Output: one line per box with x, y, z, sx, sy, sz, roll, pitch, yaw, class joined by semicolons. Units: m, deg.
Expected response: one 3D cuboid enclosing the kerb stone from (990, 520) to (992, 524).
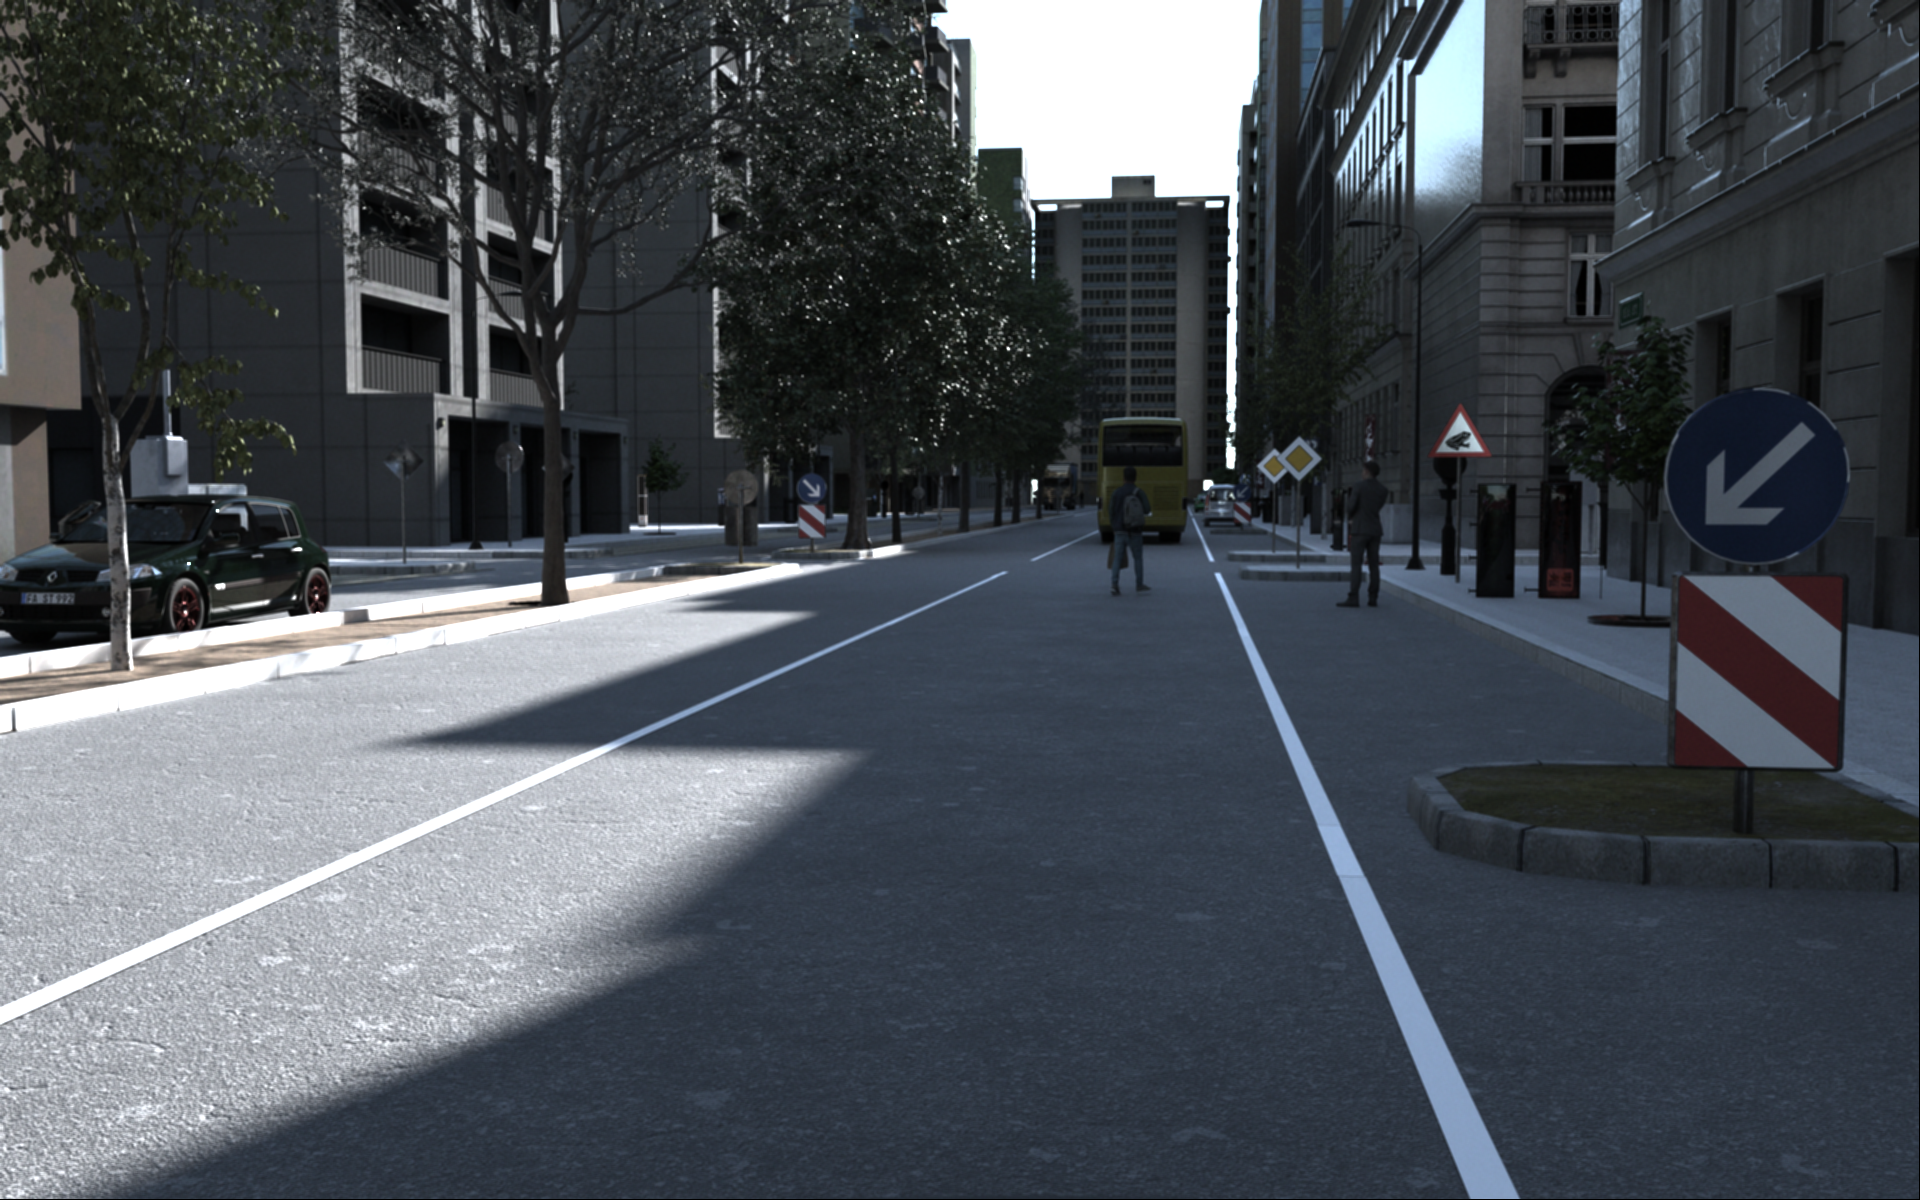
1.291;-3.653;81.948;0.120;0.150;1.000;0;4;7;kerb stone

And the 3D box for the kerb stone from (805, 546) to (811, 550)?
-3.801;-1.221;42.277;0.120;0.150;1.000;0;4;7;kerb stone

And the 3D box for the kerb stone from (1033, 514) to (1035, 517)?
4.288;-5.080;105.316;0.120;0.150;1.000;0;4;7;kerb stone

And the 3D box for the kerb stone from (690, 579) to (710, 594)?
-3.870;-0.184;25.206;0.120;0.150;1.000;0;4;7;kerb stone

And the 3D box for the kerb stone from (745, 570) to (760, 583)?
-3.485;-0.366;28.257;0.120;0.150;1.000;0;4;7;kerb stone

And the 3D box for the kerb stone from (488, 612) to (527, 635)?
-4.793;0.253;18.072;0.120;0.150;1.000;0;4;7;kerb stone

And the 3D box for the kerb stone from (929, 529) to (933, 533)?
-1.192;-2.464;62.621;0.120;0.150;1.000;0;4;7;kerb stone

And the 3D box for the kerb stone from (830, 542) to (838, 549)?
-3.410;-1.414;45.319;0.120;0.150;1.000;0;4;7;kerb stone

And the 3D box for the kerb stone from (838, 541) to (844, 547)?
-3.281;-1.477;46.338;0.120;0.150;1.000;0;4;7;kerb stone

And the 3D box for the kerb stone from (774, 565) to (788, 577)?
-3.217;-0.495;30.292;0.120;0.150;1.000;0;4;7;kerb stone

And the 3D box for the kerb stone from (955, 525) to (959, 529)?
-0.275;-2.907;69.756;0.120;0.150;1.000;0;4;7;kerb stone

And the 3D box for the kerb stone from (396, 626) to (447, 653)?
-5.046;0.377;16.033;0.120;0.150;1.000;0;4;7;kerb stone

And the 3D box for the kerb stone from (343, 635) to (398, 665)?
-5.182;0.443;15.020;0.120;0.150;1.000;0;4;7;kerb stone

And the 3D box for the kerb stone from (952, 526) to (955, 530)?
-0.408;-2.838;68.739;0.120;0.150;1.000;0;4;7;kerb stone

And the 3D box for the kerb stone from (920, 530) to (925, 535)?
-1.444;-2.348;60.584;0.120;0.150;1.000;0;4;7;kerb stone

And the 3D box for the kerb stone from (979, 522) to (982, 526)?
0.758;-3.405;77.886;0.120;0.150;1.000;0;4;7;kerb stone

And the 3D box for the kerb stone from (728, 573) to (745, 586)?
-3.607;-0.309;27.242;0.120;0.150;1.000;0;4;7;kerb stone

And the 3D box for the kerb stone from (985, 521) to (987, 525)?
1.029;-3.526;79.913;0.120;0.150;1.000;0;4;7;kerb stone

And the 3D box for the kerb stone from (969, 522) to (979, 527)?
0.635;-3.344;76.871;0.120;0.150;1.000;0;4;7;kerb stone

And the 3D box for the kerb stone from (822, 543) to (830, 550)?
-3.542;-1.347;44.305;0.120;0.150;1.000;0;4;7;kerb stone

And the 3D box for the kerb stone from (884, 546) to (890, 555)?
-1.851;-1.149;40.989;0.120;0.150;1.000;0;4;7;kerb stone

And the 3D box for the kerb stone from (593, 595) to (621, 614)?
-4.389;0.065;21.138;0.120;0.150;1.000;0;4;7;kerb stone

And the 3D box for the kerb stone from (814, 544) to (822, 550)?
-3.670;-1.288;43.291;0.120;0.150;1.000;0;4;7;kerb stone

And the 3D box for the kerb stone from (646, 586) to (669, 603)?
-4.135;-0.060;23.171;0.120;0.150;1.000;0;4;7;kerb stone

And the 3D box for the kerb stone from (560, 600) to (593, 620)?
-4.519;0.128;20.108;0.120;0.150;1.000;0;4;7;kerb stone

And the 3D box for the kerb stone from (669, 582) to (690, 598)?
-4.010;-0.122;24.192;0.120;0.150;1.000;0;4;7;kerb stone

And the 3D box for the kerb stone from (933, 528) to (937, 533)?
-1.062;-2.530;63.649;0.120;0.150;1.000;0;4;7;kerb stone

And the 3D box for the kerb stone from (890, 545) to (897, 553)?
-1.718;-1.212;42.005;0.120;0.150;1.000;0;4;7;kerb stone

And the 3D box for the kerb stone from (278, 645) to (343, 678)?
-5.305;0.501;14.003;0.120;0.150;1.000;0;4;7;kerb stone

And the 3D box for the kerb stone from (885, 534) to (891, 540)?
-2.363;-1.908;53.469;0.120;0.150;1.000;0;4;7;kerb stone

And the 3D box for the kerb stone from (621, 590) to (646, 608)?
-4.264;0.005;22.152;0.120;0.150;1.000;0;4;7;kerb stone

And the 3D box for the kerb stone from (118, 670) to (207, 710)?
-5.563;0.625;11.974;0.120;0.150;1.000;0;4;7;kerb stone

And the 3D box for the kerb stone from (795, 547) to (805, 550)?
-3.931;-1.166;41.253;0.120;0.150;1.000;0;4;7;kerb stone

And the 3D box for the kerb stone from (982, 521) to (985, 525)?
0.898;-3.466;78.899;0.120;0.150;1.000;0;4;7;kerb stone

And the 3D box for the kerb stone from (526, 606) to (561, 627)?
-4.659;0.190;19.092;0.120;0.150;1.000;0;4;7;kerb stone

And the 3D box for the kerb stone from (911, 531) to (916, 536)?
-1.710;-2.224;58.553;0.120;0.150;1.000;0;4;7;kerb stone

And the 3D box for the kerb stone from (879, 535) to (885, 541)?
-2.487;-1.847;52.445;0.120;0.150;1.000;0;4;7;kerb stone

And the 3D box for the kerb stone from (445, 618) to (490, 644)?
-4.908;0.315;17.048;0.120;0.150;1.000;0;4;7;kerb stone

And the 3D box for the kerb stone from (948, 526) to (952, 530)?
-0.539;-2.784;67.720;0.120;0.150;1.000;0;4;7;kerb stone

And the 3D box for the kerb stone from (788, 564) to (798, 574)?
-3.089;-0.557;31.306;0.120;0.150;1.000;0;4;7;kerb stone

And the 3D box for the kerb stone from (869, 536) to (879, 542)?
-2.626;-1.786;51.424;0.120;0.150;1.000;0;4;7;kerb stone

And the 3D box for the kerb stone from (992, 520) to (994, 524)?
1.411;-3.715;82.967;0.120;0.150;1.000;0;4;7;kerb stone

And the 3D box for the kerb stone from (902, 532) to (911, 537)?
-1.836;-2.162;57.539;0.120;0.150;1.000;0;4;7;kerb stone

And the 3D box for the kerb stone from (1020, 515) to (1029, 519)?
3.770;-4.835;101.244;0.120;0.150;1.000;0;4;7;kerb stone

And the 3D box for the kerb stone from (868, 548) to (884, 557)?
-1.967;-1.087;39.972;0.120;0.150;1.000;0;4;7;kerb stone

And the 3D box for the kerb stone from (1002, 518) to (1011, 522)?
2.467;-4.214;91.102;0.120;0.150;1.000;0;4;7;kerb stone

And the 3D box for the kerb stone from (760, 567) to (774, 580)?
-3.354;-0.429;29.274;0.120;0.150;1.000;0;4;7;kerb stone

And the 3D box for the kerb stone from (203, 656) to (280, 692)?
-5.433;0.563;12.988;0.120;0.150;1.000;0;4;7;kerb stone

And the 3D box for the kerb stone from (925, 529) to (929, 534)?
-1.314;-2.407;61.605;0.120;0.150;1.000;0;4;7;kerb stone

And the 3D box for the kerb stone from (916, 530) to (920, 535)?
-1.589;-2.286;59.568;0.120;0.150;1.000;0;4;7;kerb stone

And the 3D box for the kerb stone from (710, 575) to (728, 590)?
-3.738;-0.244;26.224;0.120;0.150;1.000;0;4;7;kerb stone

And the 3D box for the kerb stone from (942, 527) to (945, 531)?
-0.803;-2.660;65.681;0.120;0.150;1.000;0;4;7;kerb stone

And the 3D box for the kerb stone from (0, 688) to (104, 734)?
-5.695;0.687;10.961;0.120;0.150;1.000;0;4;7;kerb stone

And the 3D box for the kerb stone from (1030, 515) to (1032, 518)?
4.026;-4.958;103.279;0.120;0.150;1.000;0;4;7;kerb stone

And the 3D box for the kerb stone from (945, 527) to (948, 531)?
-0.670;-2.720;66.704;0.120;0.150;1.000;0;4;7;kerb stone

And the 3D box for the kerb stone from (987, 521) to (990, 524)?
1.159;-3.593;80.934;0.120;0.150;1.000;0;4;7;kerb stone
